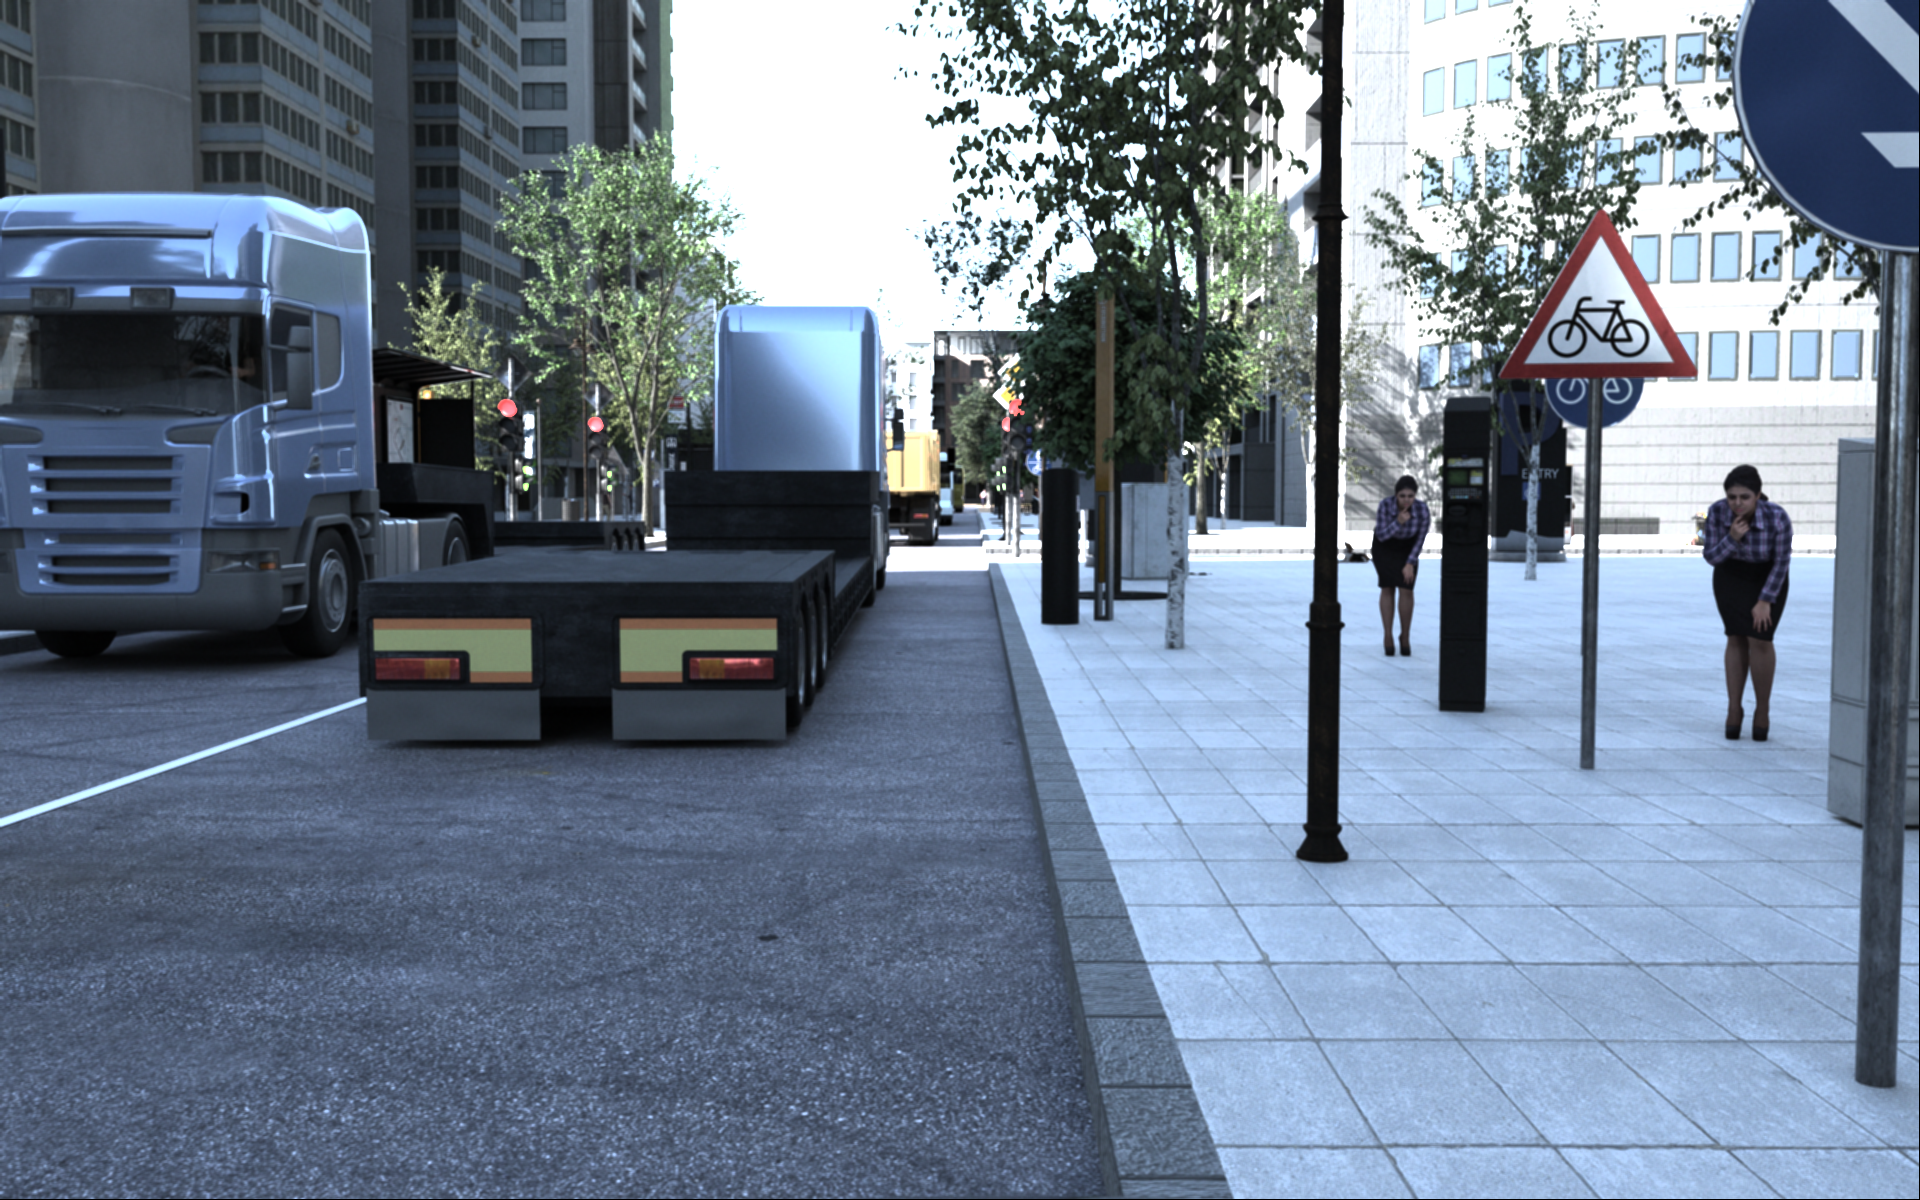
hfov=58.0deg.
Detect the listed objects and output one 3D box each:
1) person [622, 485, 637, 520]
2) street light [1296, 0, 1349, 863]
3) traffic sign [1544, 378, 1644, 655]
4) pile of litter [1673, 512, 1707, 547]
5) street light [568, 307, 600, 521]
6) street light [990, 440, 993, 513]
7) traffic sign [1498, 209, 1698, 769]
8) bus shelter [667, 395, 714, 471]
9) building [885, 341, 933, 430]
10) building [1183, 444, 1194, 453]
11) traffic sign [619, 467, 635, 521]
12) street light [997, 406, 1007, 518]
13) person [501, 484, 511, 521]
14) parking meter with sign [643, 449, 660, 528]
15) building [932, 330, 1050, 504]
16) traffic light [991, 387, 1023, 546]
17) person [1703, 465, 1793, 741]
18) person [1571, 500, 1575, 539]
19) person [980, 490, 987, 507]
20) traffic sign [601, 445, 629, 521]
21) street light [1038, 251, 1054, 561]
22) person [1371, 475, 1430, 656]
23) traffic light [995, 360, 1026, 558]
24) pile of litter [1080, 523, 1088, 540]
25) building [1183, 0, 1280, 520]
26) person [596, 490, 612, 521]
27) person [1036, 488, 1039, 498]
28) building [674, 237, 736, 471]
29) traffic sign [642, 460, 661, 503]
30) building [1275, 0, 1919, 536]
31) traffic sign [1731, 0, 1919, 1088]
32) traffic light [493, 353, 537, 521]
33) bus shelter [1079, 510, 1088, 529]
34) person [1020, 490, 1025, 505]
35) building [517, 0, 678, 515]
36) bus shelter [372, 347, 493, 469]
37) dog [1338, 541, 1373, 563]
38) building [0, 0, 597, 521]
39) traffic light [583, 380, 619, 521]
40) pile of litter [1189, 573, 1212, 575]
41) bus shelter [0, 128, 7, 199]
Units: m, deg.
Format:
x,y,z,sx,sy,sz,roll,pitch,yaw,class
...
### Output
x,y,z,sx,sy,sz,roll,pitch,yaw,class
-16.496,-4.884,86.422,0.750,1.759,0.617,-1,4,-13,person
1.278,-2.027,5.933,0.468,5.910,1.993,0,4,0,street light
4.984,-0.832,13.701,0.768,2.556,0.104,0,4,4,traffic sign
18.343,-1.738,42.389,1.176,0.858,1.719,-1,4,-19,pile of litter
-9.275,-4.286,42.867,0.468,5.910,1.993,0,4,0,street light
2.160,-8.799,116.644,0.468,5.910,1.993,0,4,0,street light
2.932,-0.490,8.021,0.884,2.594,0.081,0,4,5,traffic sign
-10.773,-5.836,73.052,2.179,5.291,8.768,0,4,0,bus shelter
-9.121,-22.254,220.269,11.380,20.091,16.016,0,4,0,building
17.915,-11.961,137.711,9.099,9.664,28.070,0,4,0,building
-12.665,-3.896,65.833,0.606,2.300,0.079,0,4,2,traffic sign
2.059,-7.134,89.424,0.468,5.910,1.993,0,4,0,street light
-18.618,-3.943,71.213,0.504,1.737,0.576,2,4,27,person
-11.844,-4.322,66.934,0.543,3.016,1.738,-1,4,-21,parking meter with sign
12.936,-23.357,225.864,32.646,21.610,27.936,0,4,0,building
1.181,-3.281,42.559,0.839,4.253,0.868,0,4,0,traffic light
4.079,0.019,8.964,0.421,1.427,0.697,2,4,32,person
17.156,-2.474,48.958,0.387,1.526,0.523,3,4,36,person
2.400,-10.089,171.935,0.756,1.711,0.436,-1,4,-13,person
-9.280,-2.829,46.260,0.884,2.594,0.081,0,4,7,traffic sign
1.608,-3.692,33.151,0.468,5.910,1.993,0,4,0,street light
3.473,-0.268,13.656,0.421,1.427,0.697,0,4,5,person
1.119,-2.792,34.574,0.839,4.253,0.868,0,4,0,traffic light
4.072,-2.125,48.701,1.719,0.858,1.176,-3,4,-39,pile of litter
23.828,-40.825,105.738,20.563,71.187,20.611,0,4,0,building
-12.989,-3.499,63.383,0.598,1.807,0.434,2,4,31,person
7.246,-9.636,163.552,0.705,1.831,1.348,0,4,3,person
-33.255,-17.776,134.609,27.936,21.610,32.646,0,4,0,building
-11.584,-3.977,65.124,0.768,2.556,0.104,0,4,4,traffic sign
27.063,-31.765,61.351,28.212,58.520,21.231,0,4,0,building
1.998,-0.220,3.702,0.768,2.556,0.104,0,4,2,traffic sign
-8.922,-2.796,34.635,0.839,4.253,0.868,0,4,0,traffic light
4.681,-4.146,61.711,2.014,3.302,5.546,0,4,0,bus shelter
6.575,-10.797,183.021,0.683,1.767,0.568,1,4,14,person
-25.860,-25.935,107.624,14.154,41.232,14.086,0,4,0,building
-9.991,-2.422,30.883,1.731,3.624,6.357,0,4,0,bus shelter
7.436,-0.895,32.361,0.748,0.427,0.550,2,4,30,dog
-36.283,-24.257,88.482,32.217,40.220,23.993,0,4,0,building
-8.861,-3.284,42.620,0.839,4.253,0.868,0,4,0,traffic light
3.147,-0.832,27.567,1.719,0.858,1.176,1,4,18,pile of litter
-10.301,-2.693,21.665,2.179,5.291,8.768,0,4,1,bus shelter
